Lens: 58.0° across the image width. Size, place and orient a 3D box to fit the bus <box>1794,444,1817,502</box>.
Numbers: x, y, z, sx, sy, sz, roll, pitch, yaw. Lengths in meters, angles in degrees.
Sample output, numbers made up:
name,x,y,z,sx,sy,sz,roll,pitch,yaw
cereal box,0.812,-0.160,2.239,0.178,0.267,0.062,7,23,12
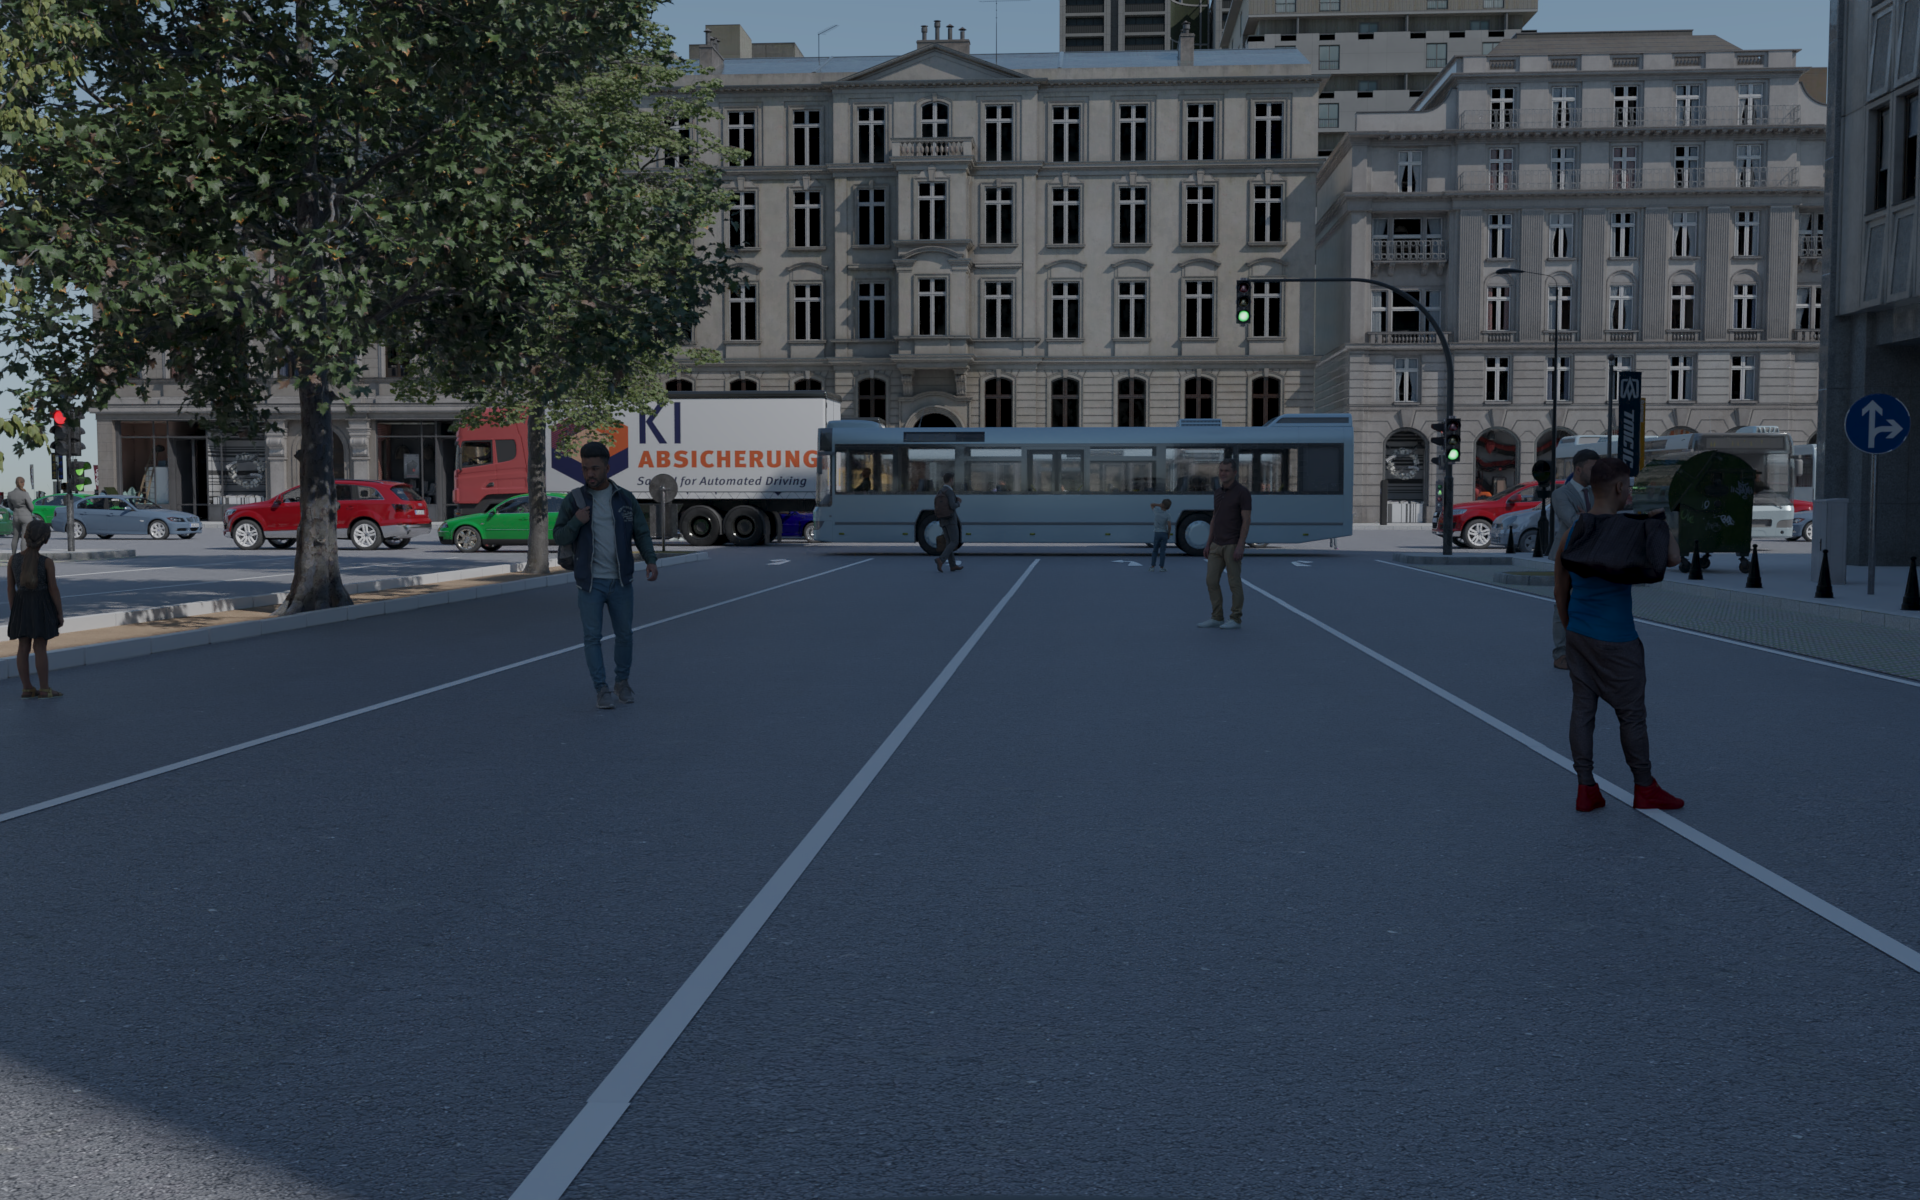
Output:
name,x,y,z,sx,sy,sz,roll,pitch,yaw
bus,37.985,-4.228,63.994,13.247,3.499,2.948,0,4,6

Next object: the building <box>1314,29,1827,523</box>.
name,x,y,z,sx,sy,sz,roll,pitch,yaw
building,28.913,-14.582,80.209,24.055,21.916,13.314,0,4,4

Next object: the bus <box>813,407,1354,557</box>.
name,x,y,z,sx,sy,sz,roll,pitch,yaw
bus,2.390,-2.815,40.885,13.247,3.499,2.948,0,4,4

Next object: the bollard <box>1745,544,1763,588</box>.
name,x,y,z,sx,sy,sz,roll,pitch,yaw
bollard,10.859,-0.467,23.669,0.229,0.601,0.229,0,3,0

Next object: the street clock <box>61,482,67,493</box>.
name,x,y,z,sx,sy,sz,roll,pitch,yaw
street clock,-55.181,-6.251,106.780,0.471,2.002,0.358,-2,4,-28

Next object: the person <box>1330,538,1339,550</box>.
name,x,y,z,sx,sy,sz,roll,pitch,yaw
person,9.627,-2.015,44.682,0.726,1.434,0.776,1,4,21

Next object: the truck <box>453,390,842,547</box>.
name,x,y,z,sx,sy,sz,roll,pitch,yaw
truck,-9.058,-3.646,48.529,11.283,4.237,2.839,0,4,6

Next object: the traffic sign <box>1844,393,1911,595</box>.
name,x,y,z,sx,sy,sz,roll,pitch,yaw
traffic sign,11.634,-1.342,22.042,0.768,2.556,0.104,1,4,14

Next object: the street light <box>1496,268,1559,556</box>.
name,x,y,z,sx,sy,sz,roll,pitch,yaw
street light,11.704,-3.863,35.704,1.470,5.913,1.316,0,4,4

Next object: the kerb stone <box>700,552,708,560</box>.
name,x,y,z,sx,sy,sz,roll,pitch,yaw
kerb stone,-5.644,-0.942,37.604,0.120,0.150,1.000,0,4,4

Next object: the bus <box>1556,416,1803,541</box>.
name,x,y,z,sx,sy,sz,roll,pitch,yaw
bus,19.941,-3.311,48.991,2.948,3.499,13.247,0,4,3

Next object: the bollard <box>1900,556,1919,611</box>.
name,x,y,z,sx,sy,sz,roll,pitch,yaw
bollard,10.514,-0.188,19.116,0.229,0.601,0.229,0,3,0

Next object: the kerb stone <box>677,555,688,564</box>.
name,x,y,z,sx,sy,sz,roll,pitch,yaw
kerb stone,-5.809,-0.815,35.556,0.120,0.150,1.000,0,4,4

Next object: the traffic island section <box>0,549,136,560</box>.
name,x,y,z,sx,sy,sz,roll,pitch,yaw
traffic island section,-19.914,-1.009,38.784,2.009,0.180,2.903,0,4,4

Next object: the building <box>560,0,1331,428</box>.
name,x,y,z,sx,sy,sz,roll,pitch,yaw
building,-0.714,-16.129,82.797,34.723,24.649,14.460,0,4,4

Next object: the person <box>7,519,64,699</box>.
name,x,y,z,sx,sy,sz,roll,pitch,yaw
person,-6.498,0.061,12.166,0.362,1.253,0.373,0,4,5

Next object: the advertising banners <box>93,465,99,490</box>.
name,x,y,z,sx,sy,sz,roll,pitch,yaw
advertising banners,-50.685,-6.547,103.238,2.074,3.025,0.090,1,4,8

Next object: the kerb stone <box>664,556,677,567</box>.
name,x,y,z,sx,sy,sz,roll,pitch,yaw
kerb stone,-5.881,-0.754,34.531,0.120,0.150,1.000,0,4,4

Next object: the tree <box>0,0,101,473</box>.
name,x,y,z,sx,sy,sz,roll,pitch,yaw
tree,-8.554,-3.691,13.162,4.737,8.622,4.395,0,3,0

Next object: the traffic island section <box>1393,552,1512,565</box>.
name,x,y,z,sx,sy,sz,roll,pitch,yaw
traffic island section,10.293,-0.872,36.533,2.009,0.180,2.903,0,4,4

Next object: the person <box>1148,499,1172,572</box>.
name,x,y,z,sx,sy,sz,roll,pitch,yaw
person,3.704,-1.204,32.098,0.435,1.345,0.340,1,4,9

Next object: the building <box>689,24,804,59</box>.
name,x,y,z,sx,sy,sz,roll,pitch,yaw
building,-26.137,-34.306,184.612,21.600,48.544,21.300,0,4,4

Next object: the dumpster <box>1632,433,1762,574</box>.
name,x,y,z,sx,sy,sz,roll,pitch,yaw
dumpster,12.197,-1.603,28.704,1.502,2.255,1.985,0,4,4

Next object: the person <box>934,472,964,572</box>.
name,x,y,z,sx,sy,sz,roll,pitch,yaw
person,-0.241,-1.435,31.928,0.822,1.834,0.622,-3,5,-42

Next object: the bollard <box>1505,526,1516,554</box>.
name,x,y,z,sx,sy,sz,roll,pitch,yaw
bollard,11.878,-1.303,37.348,0.229,0.601,0.229,0,3,0

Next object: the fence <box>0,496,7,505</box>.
name,x,y,z,sx,sy,sz,roll,pitch,yaw
fence,-63.146,-6.277,113.832,0.480,1.192,2.264,-2,4,-35

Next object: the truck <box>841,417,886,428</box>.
name,x,y,z,sx,sy,sz,roll,pitch,yaw
truck,-8.474,-4.640,64.775,11.283,4.237,2.839,0,4,3

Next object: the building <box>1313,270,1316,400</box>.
name,x,y,z,sx,sy,sz,roll,pitch,yaw
building,38.498,-18.481,147.211,27.650,21.520,28.899,0,4,4

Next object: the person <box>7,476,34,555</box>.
name,x,y,z,sx,sy,sz,roll,pitch,yaw
person,-19.242,-1.638,35.557,0.520,1.790,0.573,-1,4,-11

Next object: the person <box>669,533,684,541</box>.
name,x,y,z,sx,sy,sz,roll,pitch,yaw
person,-8.655,-2.724,53.164,0.598,1.807,0.434,3,4,37

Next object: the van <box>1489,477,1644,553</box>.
name,x,y,z,sx,sy,sz,roll,pitch,yaw
van,14.518,-2.043,40.422,4.112,2.044,2.013,0,4,5

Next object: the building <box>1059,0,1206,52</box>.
name,x,y,z,sx,sy,sz,roll,pitch,yaw
building,24.312,-49.229,243.141,20.611,71.187,20.563,0,4,4

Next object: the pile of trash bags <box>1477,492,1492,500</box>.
name,x,y,z,sx,sy,sz,roll,pitch,yaw
pile of trash bags,23.592,-3.882,73.217,3.447,1.369,1.912,2,4,32

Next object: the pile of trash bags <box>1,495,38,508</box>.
name,x,y,z,sx,sy,sz,roll,pitch,yaw
pile of trash bags,-51.607,-5.221,95.110,1.912,1.369,3.447,-3,5,-44

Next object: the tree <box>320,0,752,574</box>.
name,x,y,z,sx,sy,sz,roll,pitch,yaw
tree,-7.677,-6.768,31.240,7.486,12.596,7.792,0,3,0

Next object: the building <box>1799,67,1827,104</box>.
name,x,y,z,sx,sy,sz,roll,pitch,yaw
building,78.944,-32.392,179.712,14.200,45.320,14.600,0,4,4

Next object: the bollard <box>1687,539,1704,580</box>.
name,x,y,z,sx,sy,sz,roll,pitch,yaw
bollard,11.028,-0.606,25.946,0.229,0.601,0.229,0,3,0

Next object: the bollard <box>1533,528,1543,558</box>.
name,x,y,z,sx,sy,sz,roll,pitch,yaw
bollard,11.708,-1.164,35.071,0.229,0.601,0.229,0,3,0

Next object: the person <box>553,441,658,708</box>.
name,x,y,z,sx,sy,sz,roll,pitch,yaw
person,-2.406,-0.173,11.672,0.623,1.781,0.721,-2,4,-32

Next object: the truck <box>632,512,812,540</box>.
name,x,y,z,sx,sy,sz,roll,pitch,yaw
truck,-6.366,-3.625,55.191,9.791,3.379,3.469,0,4,5

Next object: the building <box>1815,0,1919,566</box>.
name,x,y,z,sx,sy,sz,roll,pitch,yaw
building,20.916,-12.397,20.715,12.078,24.808,19.932,0,4,4

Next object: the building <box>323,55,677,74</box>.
name,x,y,z,sx,sy,sz,roll,pitch,yaw
building,-33.720,-27.915,148.297,32.217,40.220,23.993,0,4,4

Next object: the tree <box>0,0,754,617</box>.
name,x,y,z,sx,sy,sz,roll,pitch,yaw
tree,-7.584,-6.164,20.247,9.611,12.733,9.660,0,3,0

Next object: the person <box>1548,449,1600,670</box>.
name,x,y,z,sx,sy,sz,roll,pitch,yaw
person,5.115,-0.336,14.173,0.511,1.800,0.466,-3,4,-39

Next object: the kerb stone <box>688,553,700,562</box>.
name,x,y,z,sx,sy,sz,roll,pitch,yaw
kerb stone,-5.726,-0.880,36.580,0.120,0.150,1.000,0,4,4

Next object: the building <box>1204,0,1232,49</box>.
name,x,y,z,sx,sy,sz,roll,pitch,yaw
building,45.112,-49.086,240.799,20.611,71.187,20.563,0,4,4

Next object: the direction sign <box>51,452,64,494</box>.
name,x,y,z,sx,sy,sz,roll,pitch,yaw
direction sign,-49.063,-6.250,94.186,0.876,3.537,0.379,2,4,24

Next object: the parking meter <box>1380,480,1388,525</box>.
name,x,y,z,sx,sy,sz,roll,pitch,yaw
parking meter,17.441,-4.012,71.302,0.255,1.863,0.399,0,4,4

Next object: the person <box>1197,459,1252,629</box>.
name,x,y,z,sx,sy,sz,roll,pitch,yaw
person,2.819,-0.602,18.467,0.434,1.807,0.598,-1,4,-22

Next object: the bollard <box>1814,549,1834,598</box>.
name,x,y,z,sx,sy,sz,roll,pitch,yaw
bollard,10.682,-0.327,21.393,0.229,0.601,0.229,0,3,0

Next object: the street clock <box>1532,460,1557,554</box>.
name,x,y,z,sx,sy,sz,roll,pitch,yaw
street clock,12.409,-1.973,36.822,0.358,2.002,0.471,-3,4,-37

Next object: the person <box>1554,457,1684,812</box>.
name,x,y,z,sx,sy,sz,roll,pitch,yaw
person,2.973,0.159,7.772,0.662,1.594,0.647,-3,5,-41

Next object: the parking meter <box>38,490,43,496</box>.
name,x,y,z,sx,sy,sz,roll,pitch,yaw
parking meter,-62.177,-6.659,117.284,0.372,1.533,0.369,0,3,0

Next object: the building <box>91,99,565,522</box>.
name,x,y,z,sx,sy,sz,roll,pitch,yaw
building,-38.343,-14.254,83.962,40.483,20.767,10.553,0,4,4

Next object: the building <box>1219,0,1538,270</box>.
name,x,y,z,sx,sy,sz,roll,pitch,yaw
building,41.413,-35.798,174.543,28.713,52.752,27.495,0,4,4

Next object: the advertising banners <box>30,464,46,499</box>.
name,x,y,z,sx,sy,sz,roll,pitch,yaw
advertising banners,-53.761,-6.408,100.964,2.074,3.025,0.090,3,5,41

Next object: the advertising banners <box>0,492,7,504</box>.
name,x,y,z,sx,sy,sz,roll,pitch,yaw
advertising banners,-67.771,-7.714,122.315,2.074,3.025,0.090,-1,4,-15
